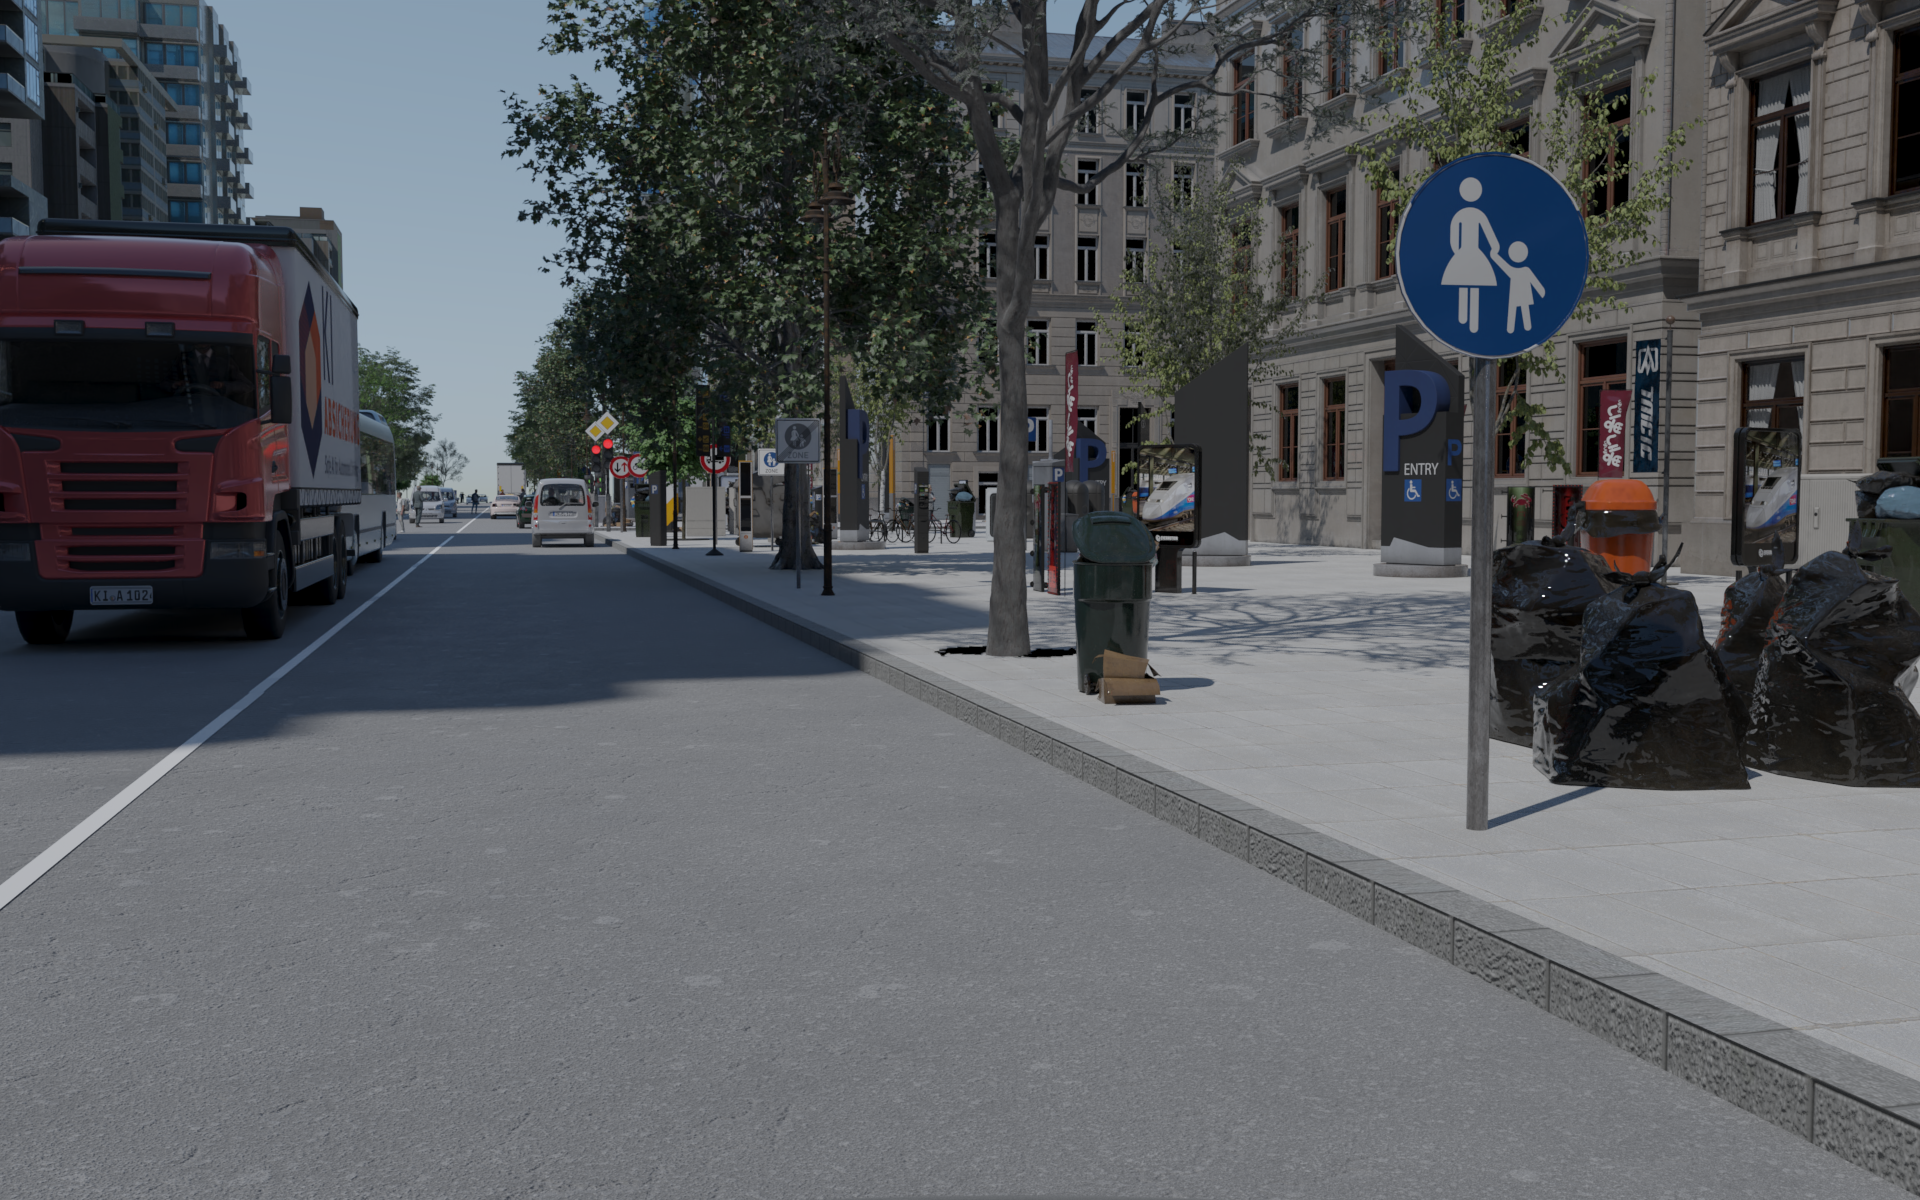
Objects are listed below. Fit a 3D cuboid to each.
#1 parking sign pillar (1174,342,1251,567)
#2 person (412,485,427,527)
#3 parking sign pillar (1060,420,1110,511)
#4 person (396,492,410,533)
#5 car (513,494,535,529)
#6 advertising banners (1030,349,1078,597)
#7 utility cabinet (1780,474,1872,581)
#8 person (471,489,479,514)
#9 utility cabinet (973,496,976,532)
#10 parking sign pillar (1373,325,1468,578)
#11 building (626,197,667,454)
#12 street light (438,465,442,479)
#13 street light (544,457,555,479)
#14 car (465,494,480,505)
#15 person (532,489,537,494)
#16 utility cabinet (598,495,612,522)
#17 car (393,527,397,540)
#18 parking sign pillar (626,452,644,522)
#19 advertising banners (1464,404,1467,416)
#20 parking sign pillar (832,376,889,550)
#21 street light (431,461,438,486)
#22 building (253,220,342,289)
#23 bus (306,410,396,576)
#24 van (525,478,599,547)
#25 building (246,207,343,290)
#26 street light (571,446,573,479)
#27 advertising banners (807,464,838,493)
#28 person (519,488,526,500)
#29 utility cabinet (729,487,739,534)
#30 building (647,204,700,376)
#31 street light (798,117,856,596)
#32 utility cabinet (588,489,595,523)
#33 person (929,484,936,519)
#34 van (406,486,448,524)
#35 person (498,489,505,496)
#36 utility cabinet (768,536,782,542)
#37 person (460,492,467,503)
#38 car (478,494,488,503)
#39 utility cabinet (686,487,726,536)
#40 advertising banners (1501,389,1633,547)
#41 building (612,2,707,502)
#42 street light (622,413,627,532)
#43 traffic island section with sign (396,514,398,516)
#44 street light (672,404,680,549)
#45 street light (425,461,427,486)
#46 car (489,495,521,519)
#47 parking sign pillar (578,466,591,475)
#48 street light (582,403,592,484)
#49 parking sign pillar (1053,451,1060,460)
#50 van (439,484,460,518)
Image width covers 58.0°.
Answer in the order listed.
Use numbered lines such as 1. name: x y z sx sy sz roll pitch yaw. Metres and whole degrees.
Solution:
1. parking sign pillar: 4.513 -2.605 31.066 1.447 3.967 1.447 1 4 16
2. person: -23.285 -4.038 74.694 0.661 1.801 0.590 2 4 30
3. parking sign pillar: 4.594 -4.423 60.796 1.447 3.967 1.447 -2 4 -27
4. person: -20.738 -3.255 64.322 0.503 1.515 0.523 1 4 20
5. car: -17.826 -3.876 73.164 2.009 1.686 4.222 -1 4 -16
6. advertising banners: 1.194 -1.581 22.030 0.090 3.025 2.074 -1 4 -12
7. utility cabinet: 9.397 -0.633 19.027 0.318 1.500 1.173 -2 4 -30
8. person: -34.633 -7.026 123.726 0.623 1.781 0.721 0 4 -2
9. utility cabinet: 0.287 -2.875 58.164 0.306 1.237 1.020 1 4 12
10. parking sign pillar: 7.218 -2.359 27.042 1.447 3.967 1.447 -2 4 -33
11. building: -42.724 -37.367 261.057 14.600 45.320 14.200 -1 4 -15
12. street light: -77.045 -17.290 255.472 0.468 5.910 1.993 -1 4 -15
13. street light: -37.046 -11.215 156.149 0.468 5.910 1.993 -1 4 -15
14. car: -66.154 -13.650 235.181 2.014 1.417 4.499 -1 4 -15
15. person: -27.604 -6.341 112.448 0.793 1.790 0.793 2 4 31
16. utility cabinet: -16.313 -4.123 78.568 1.020 1.237 0.306 -3 5 -41
17. car: -18.311 -2.486 53.010 2.083 1.381 4.827 -1 4 -15
18. parking sign pillar: -14.682 -5.555 79.302 1.447 3.967 1.447 -1 4 -12
19. advertising banners: 8.950 -2.265 33.216 2.074 3.025 0.090 -2 4 -29
20. parking sign pillar: -2.443 -3.162 40.168 1.447 3.967 1.447 1 4 9
21. street light: -72.067 -16.137 236.632 0.468 5.910 1.993 -1 4 -15
22. building: -100.315 -35.206 259.213 14.154 41.232 14.086 -1 4 -15
23. bus: -12.513 -2.319 32.777 2.948 3.499 13.247 -1 4 -14
24. van: -11.000 -2.503 47.941 2.013 2.044 4.112 -1 4 -13
25. building: -104.739 -38.068 272.524 14.600 45.320 14.200 -1 4 -15
26. street light: -22.610 -7.834 100.881 0.468 5.910 1.993 -1 4 -15
27. advertising banners: -7.171 -5.761 90.382 2.074 3.025 0.090 -1 4 -18
28. person: -27.669 -6.139 109.145 0.573 1.790 0.520 1 4 17
29. utility cabinet: -6.716 -2.809 54.610 1.173 1.500 0.318 -3 5 -43
30. building: -39.405 -34.487 247.457 14.154 41.232 14.086 -1 4 -15
31. street light: -1.673 -2.995 21.759 0.468 5.910 1.993 -1 4 -15
32. utility cabinet: -16.484 -4.168 76.828 0.318 1.500 1.173 -2 4 -35
33. person: -1.078 -3.428 64.732 0.526 1.800 0.537 3 5 40
34. van: -26.398 -4.815 85.736 2.013 2.044 4.112 -1 4 -16
35. person: -38.631 -8.434 146.362 0.705 1.831 1.348 3 5 43
36. utility cabinet: -4.842 -2.280 45.953 0.318 1.500 1.173 0 4 6
37. person: -81.181 -16.784 282.933 1.348 1.822 0.705 -3 5 -43
38. car: -76.823 -16.292 278.379 2.014 1.417 4.499 -1 4 -16
39. utility cabinet: -7.696 -2.670 52.330 1.173 1.500 0.318 -1 4 -19
40. advertising banners: 10.198 -2.016 29.143 2.074 3.025 0.090 1 4 9
41. building: -45.083 -59.373 283.418 22.319 86.520 31.000 -1 4 -15
42. street light: -11.396 -5.252 58.660 0.468 5.910 1.993 -1 4 -15
43. traffic island section with sign: -37.365 -6.333 112.165 1.989 1.847 2.006 -1 4 -15
44. street light: -6.628 -4.122 40.185 0.468 5.910 1.993 -1 4 -15
45. street light: -67.242 -15.008 218.165 0.468 5.910 1.993 -1 4 -15
46. car: -26.028 -5.338 99.630 2.083 1.381 4.827 -1 4 -14
47. parking sign pillar: -27.205 -8.386 125.579 1.447 3.967 1.447 1 4 14
48. street light: -17.688 -6.689 82.148 0.468 5.910 1.993 -1 4 -15
49. parking sign pillar: 4.986 -5.646 80.783 1.447 3.967 1.447 0 4 -3
50. van: -31.812 -6.086 106.524 2.013 2.044 4.112 -1 4 -16
